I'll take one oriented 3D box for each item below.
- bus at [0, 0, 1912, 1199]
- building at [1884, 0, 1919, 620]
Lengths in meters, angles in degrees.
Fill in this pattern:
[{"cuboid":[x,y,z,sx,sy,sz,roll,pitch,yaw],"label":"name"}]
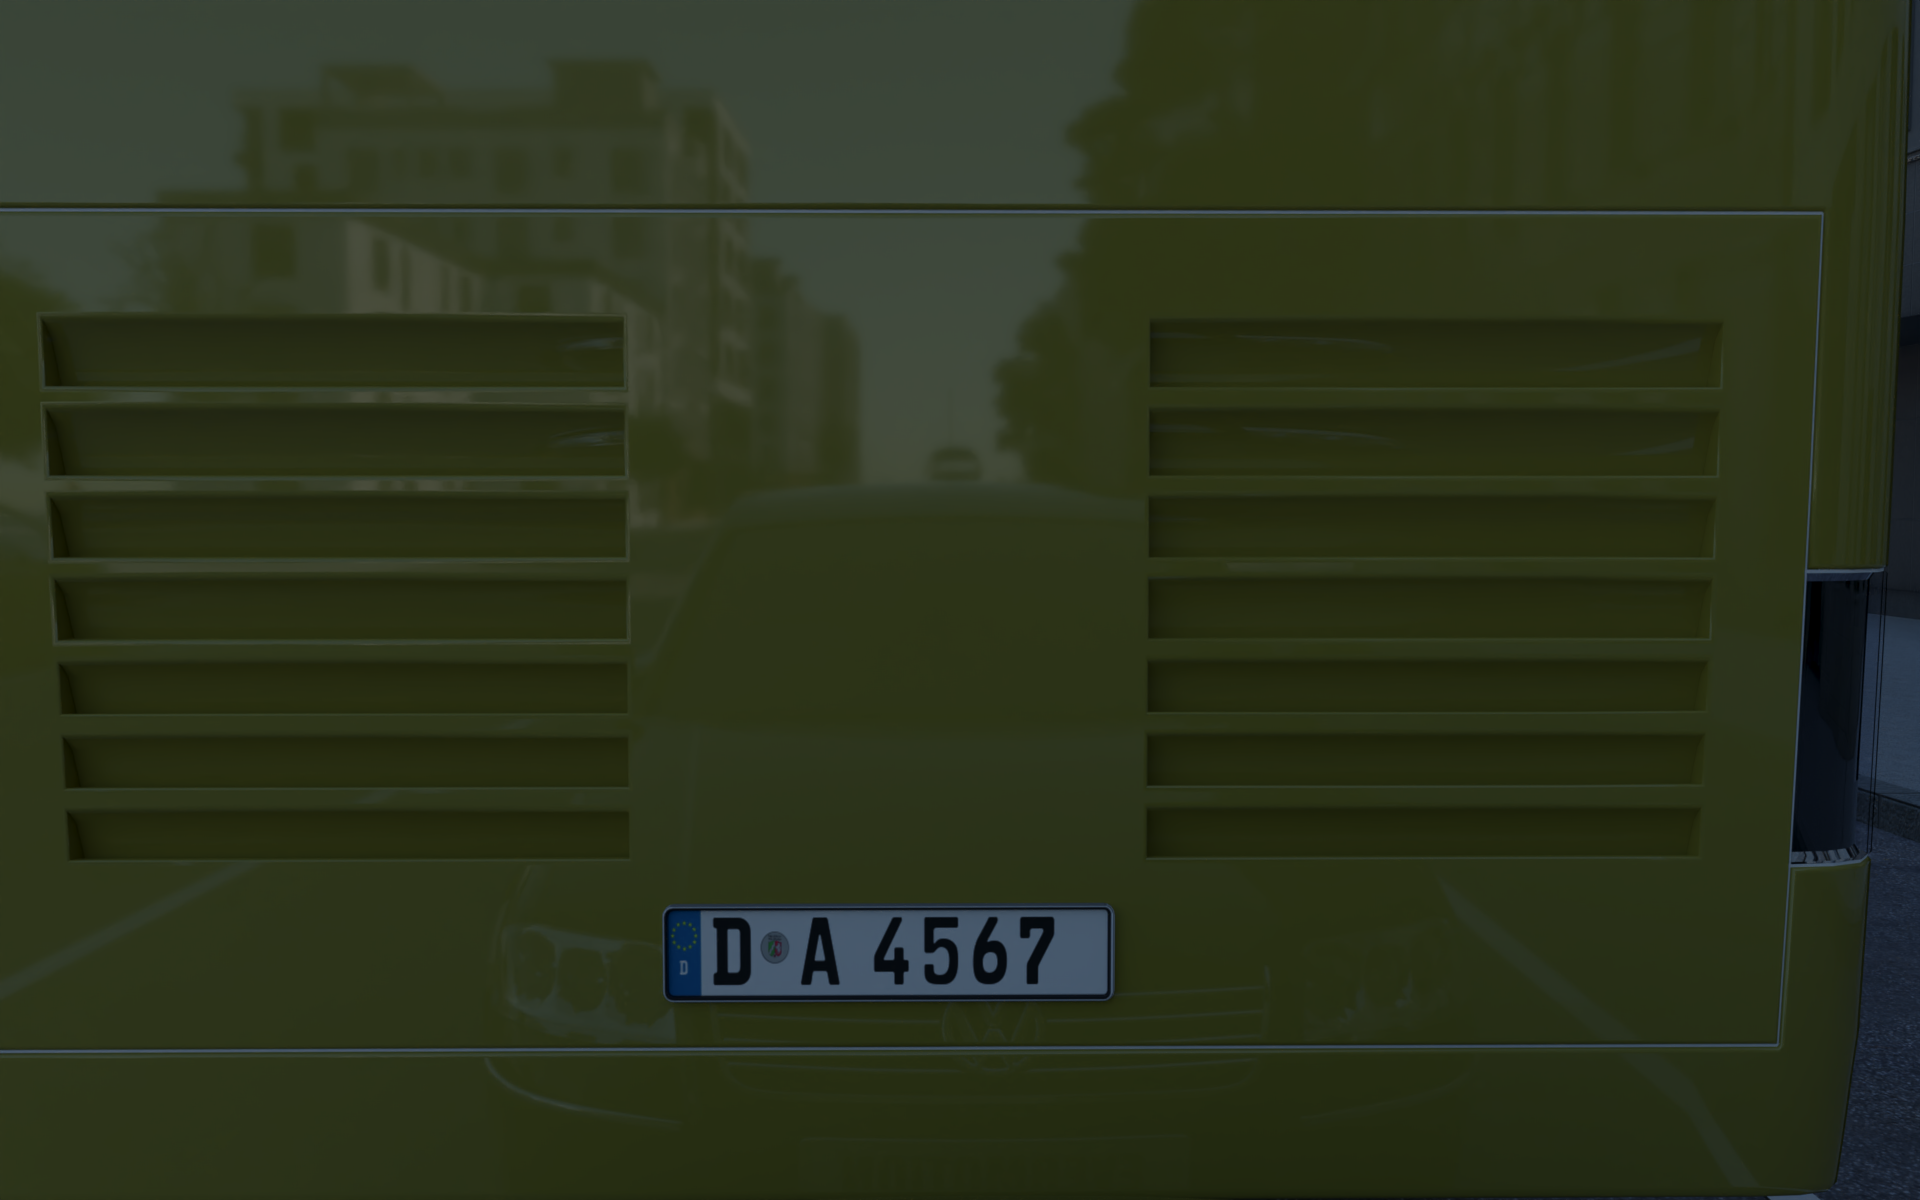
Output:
[{"cuboid":[-0.156,-1.015,8.150,2.896,3.916,12.252,0,4,-1],"label":"bus"},{"cuboid":[15.046,-13.800,19.132,14.314,27.812,24.014,0,4,-1],"label":"building"}]
